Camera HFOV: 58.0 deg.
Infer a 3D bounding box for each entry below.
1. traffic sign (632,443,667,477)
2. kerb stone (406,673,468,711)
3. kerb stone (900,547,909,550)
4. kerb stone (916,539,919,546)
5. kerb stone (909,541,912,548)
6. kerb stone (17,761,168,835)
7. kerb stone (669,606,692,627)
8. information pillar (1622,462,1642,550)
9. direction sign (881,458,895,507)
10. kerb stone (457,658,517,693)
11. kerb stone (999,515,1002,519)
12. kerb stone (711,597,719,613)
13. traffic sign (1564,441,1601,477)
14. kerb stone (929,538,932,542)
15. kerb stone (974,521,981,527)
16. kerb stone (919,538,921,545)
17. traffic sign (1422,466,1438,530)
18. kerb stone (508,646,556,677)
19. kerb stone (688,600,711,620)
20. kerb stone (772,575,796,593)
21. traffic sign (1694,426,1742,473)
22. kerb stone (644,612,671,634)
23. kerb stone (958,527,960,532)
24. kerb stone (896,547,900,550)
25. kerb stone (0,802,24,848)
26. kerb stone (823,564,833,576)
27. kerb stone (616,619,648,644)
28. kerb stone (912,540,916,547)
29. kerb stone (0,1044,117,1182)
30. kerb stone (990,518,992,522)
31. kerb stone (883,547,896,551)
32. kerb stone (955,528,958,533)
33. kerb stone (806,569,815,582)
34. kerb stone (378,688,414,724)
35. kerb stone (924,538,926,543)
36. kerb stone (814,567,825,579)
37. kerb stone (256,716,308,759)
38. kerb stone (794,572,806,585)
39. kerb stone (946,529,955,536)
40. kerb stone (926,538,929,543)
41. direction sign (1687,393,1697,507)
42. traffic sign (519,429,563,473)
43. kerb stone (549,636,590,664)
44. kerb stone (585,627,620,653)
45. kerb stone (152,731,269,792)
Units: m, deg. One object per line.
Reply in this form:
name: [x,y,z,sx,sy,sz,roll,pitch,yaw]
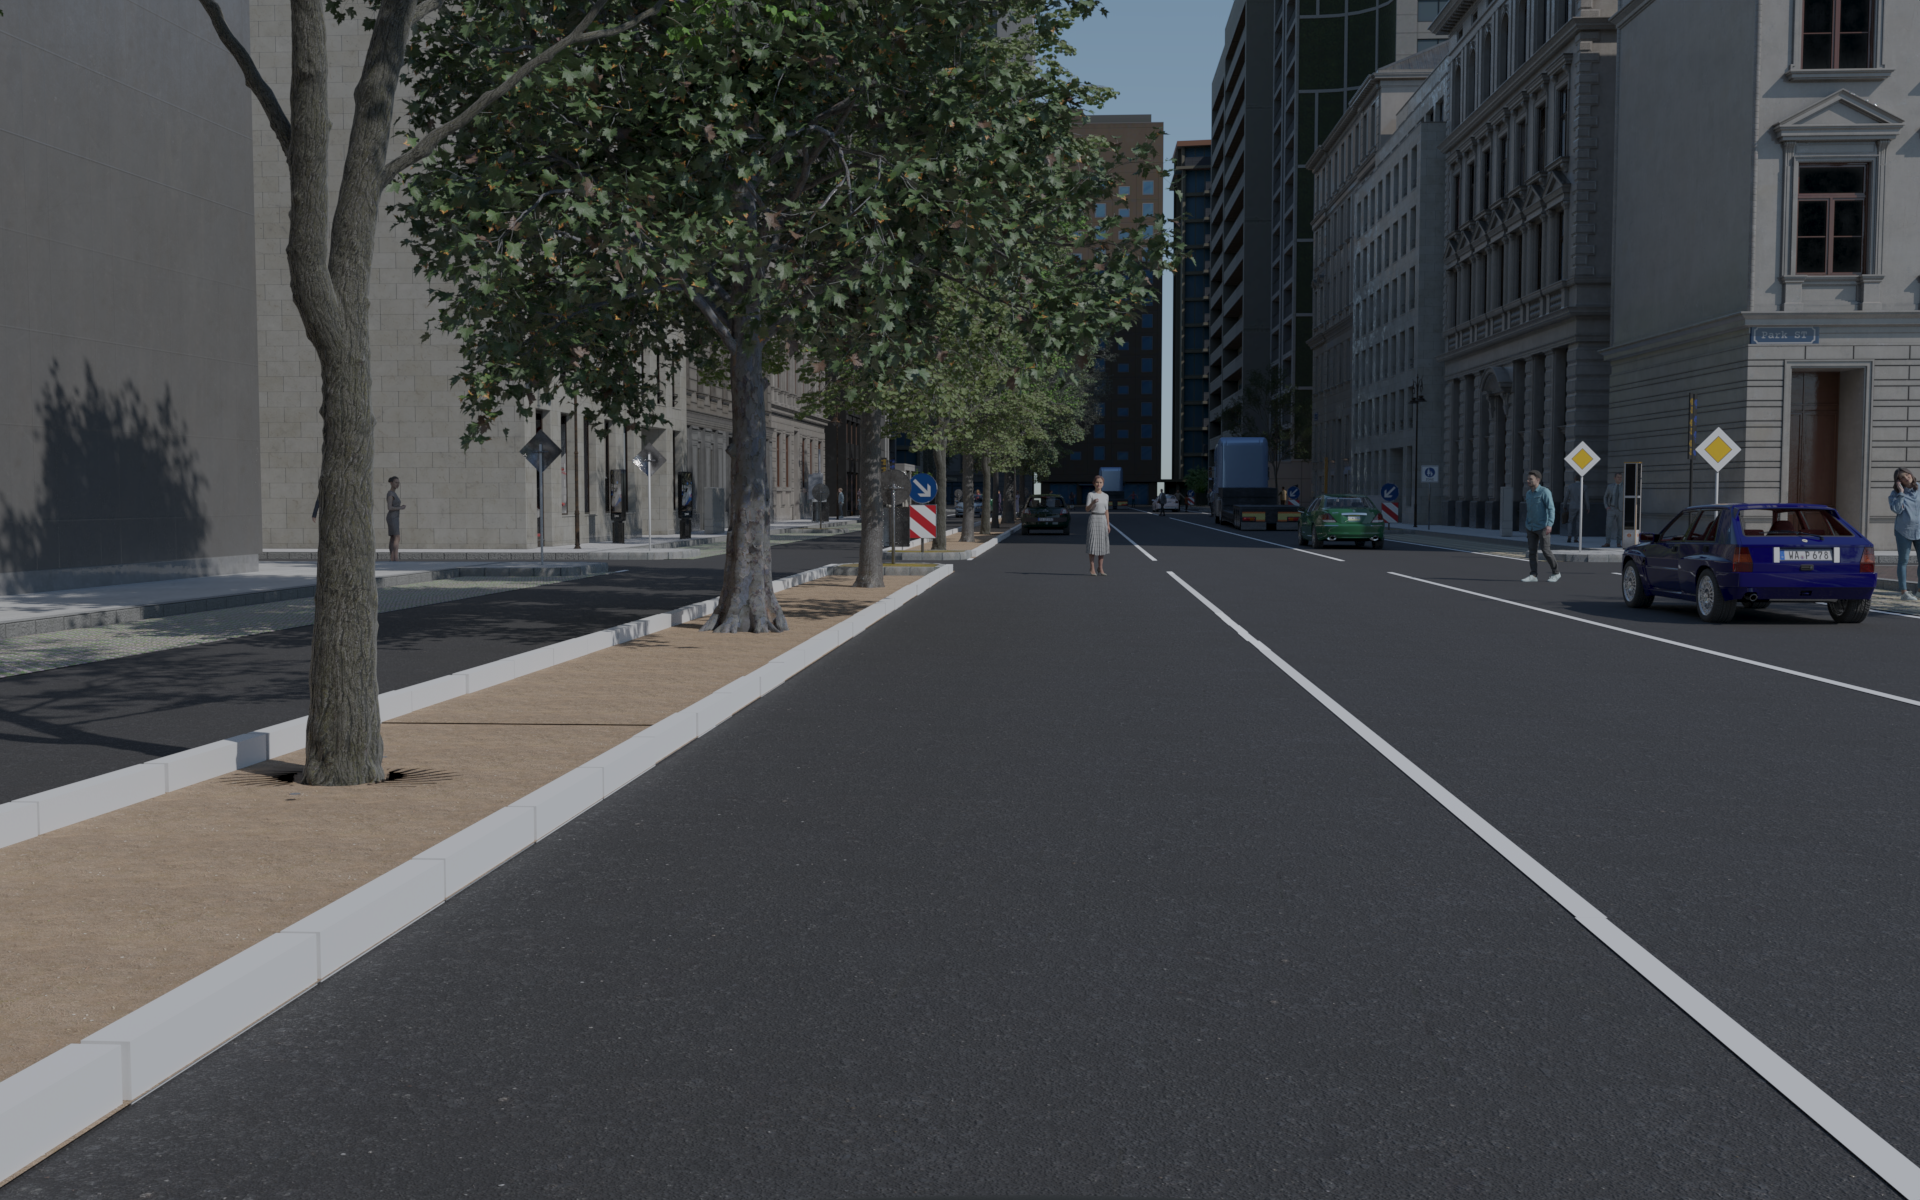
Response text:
traffic sign: [-7.044,-2.265,39.228,0.795,2.593,0.064,0,4,4]
kerb stone: [-3.612,0.640,11.833,0.120,0.150,1.000,0,4,4]
kerb stone: [-1.483,-1.339,44.093,0.120,0.150,1.000,0,4,4]
kerb stone: [-1.277,-1.527,47.174,0.120,0.150,1.000,0,4,4]
kerb stone: [-1.416,-1.402,45.124,0.120,0.150,1.000,0,4,4]
kerb stone: [-3.869,0.885,7.731,0.120,0.150,1.000,0,4,4]
kerb stone: [-3.129,0.201,18.979,0.120,0.150,1.000,0,4,4]
information pillar: [15.447,-2.160,39.809,0.304,2.012,0.304,3,5,40]
direction sign: [-4.465,-7.059,107.403,0.876,3.537,0.379,0,4,-3]
kerb stone: [-3.528,0.572,12.853,0.120,0.150,1.000,0,4,4]
kerb stone: [2.614,-5.157,106.505,0.120,0.150,1.000,0,4,4]
kerb stone: [-3.000,0.079,21.019,0.120,0.150,1.000,0,4,4]
traffic sign: [13.605,-2.181,37.857,0.795,2.593,0.064,0,4,4]
kerb stone: [-1.013,-1.777,51.255,0.120,0.150,1.000,0,4,4]
kerb stone: [0.804,-3.467,78.879,0.120,0.150,1.000,0,4,4]
kerb stone: [-1.212,-1.587,48.194,0.120,0.150,1.000,0,4,4]
traffic sign: [16.859,-3.675,62.208,0.606,2.300,0.079,1,4,9]
kerb stone: [-3.467,0.509,13.876,0.120,0.150,1.000,0,4,4]
kerb stone: [-3.065,0.134,19.999,0.120,0.150,1.000,0,4,4]
kerb stone: [-2.660,-0.240,26.137,0.120,0.150,1.000,0,4,4]
traffic sign: [13.081,-1.694,29.889,0.795,2.593,0.064,0,4,4]
kerb stone: [-3.194,0.259,17.959,0.120,0.150,1.000,0,4,4]
kerb stone: [-0.202,-2.521,63.540,0.120,0.150,1.000,0,4,4]
kerb stone: [-1.620,-1.214,42.046,0.120,0.150,1.000,0,4,4]
kerb stone: [-3.930,0.947,6.709,0.120,0.150,1.000,0,4,4]
kerb stone: [-2.388,-0.490,30.226,0.120,0.150,1.000,0,4,4]
kerb stone: [-3.262,0.321,16.939,0.120,0.150,1.000,0,4,4]
kerb stone: [-1.348,-1.465,46.144,0.120,0.150,1.000,0,4,4]
kerb stone: [-2.047,1.141,3.544,0.120,0.150,1.000,0,4,4]
kerb stone: [1.815,-4.406,94.238,0.120,0.150,1.000,0,4,4]
kerb stone: [-1.679,-1.152,41.023,0.120,0.150,1.000,0,4,4]
kerb stone: [-0.270,-2.466,62.519,0.120,0.150,1.000,0,4,4]
kerb stone: [-2.531,-0.366,28.186,0.120,0.150,1.000,0,4,4]
kerb stone: [-3.671,0.697,10.806,0.120,0.150,1.000,0,4,4]
kerb stone: [-1.140,-1.652,49.214,0.120,0.150,1.000,0,4,4]
kerb stone: [-2.459,-0.429,29.207,0.120,0.150,1.000,0,4,4]
kerb stone: [-3.731,0.759,9.782,0.120,0.150,1.000,0,4,4]
kerb stone: [-2.598,-0.304,27.158,0.120,0.150,1.000,0,4,4]
kerb stone: [-0.344,-2.404,61.493,0.120,0.150,1.000,0,4,4]
kerb stone: [-1.081,-1.715,50.235,0.120,0.150,1.000,0,4,4]
direction sign: [16.502,-2.880,39.080,0.379,3.537,0.876,2,4,32]
traffic sign: [-7.567,-1.778,31.260,0.795,2.593,0.064,0,4,4]
kerb stone: [-3.402,0.446,14.896,0.120,0.150,1.000,0,4,4]
kerb stone: [-3.340,0.389,15.916,0.120,0.150,1.000,0,4,4]
kerb stone: [-3.802,0.822,8.763,0.120,0.150,1.000,0,4,4]
